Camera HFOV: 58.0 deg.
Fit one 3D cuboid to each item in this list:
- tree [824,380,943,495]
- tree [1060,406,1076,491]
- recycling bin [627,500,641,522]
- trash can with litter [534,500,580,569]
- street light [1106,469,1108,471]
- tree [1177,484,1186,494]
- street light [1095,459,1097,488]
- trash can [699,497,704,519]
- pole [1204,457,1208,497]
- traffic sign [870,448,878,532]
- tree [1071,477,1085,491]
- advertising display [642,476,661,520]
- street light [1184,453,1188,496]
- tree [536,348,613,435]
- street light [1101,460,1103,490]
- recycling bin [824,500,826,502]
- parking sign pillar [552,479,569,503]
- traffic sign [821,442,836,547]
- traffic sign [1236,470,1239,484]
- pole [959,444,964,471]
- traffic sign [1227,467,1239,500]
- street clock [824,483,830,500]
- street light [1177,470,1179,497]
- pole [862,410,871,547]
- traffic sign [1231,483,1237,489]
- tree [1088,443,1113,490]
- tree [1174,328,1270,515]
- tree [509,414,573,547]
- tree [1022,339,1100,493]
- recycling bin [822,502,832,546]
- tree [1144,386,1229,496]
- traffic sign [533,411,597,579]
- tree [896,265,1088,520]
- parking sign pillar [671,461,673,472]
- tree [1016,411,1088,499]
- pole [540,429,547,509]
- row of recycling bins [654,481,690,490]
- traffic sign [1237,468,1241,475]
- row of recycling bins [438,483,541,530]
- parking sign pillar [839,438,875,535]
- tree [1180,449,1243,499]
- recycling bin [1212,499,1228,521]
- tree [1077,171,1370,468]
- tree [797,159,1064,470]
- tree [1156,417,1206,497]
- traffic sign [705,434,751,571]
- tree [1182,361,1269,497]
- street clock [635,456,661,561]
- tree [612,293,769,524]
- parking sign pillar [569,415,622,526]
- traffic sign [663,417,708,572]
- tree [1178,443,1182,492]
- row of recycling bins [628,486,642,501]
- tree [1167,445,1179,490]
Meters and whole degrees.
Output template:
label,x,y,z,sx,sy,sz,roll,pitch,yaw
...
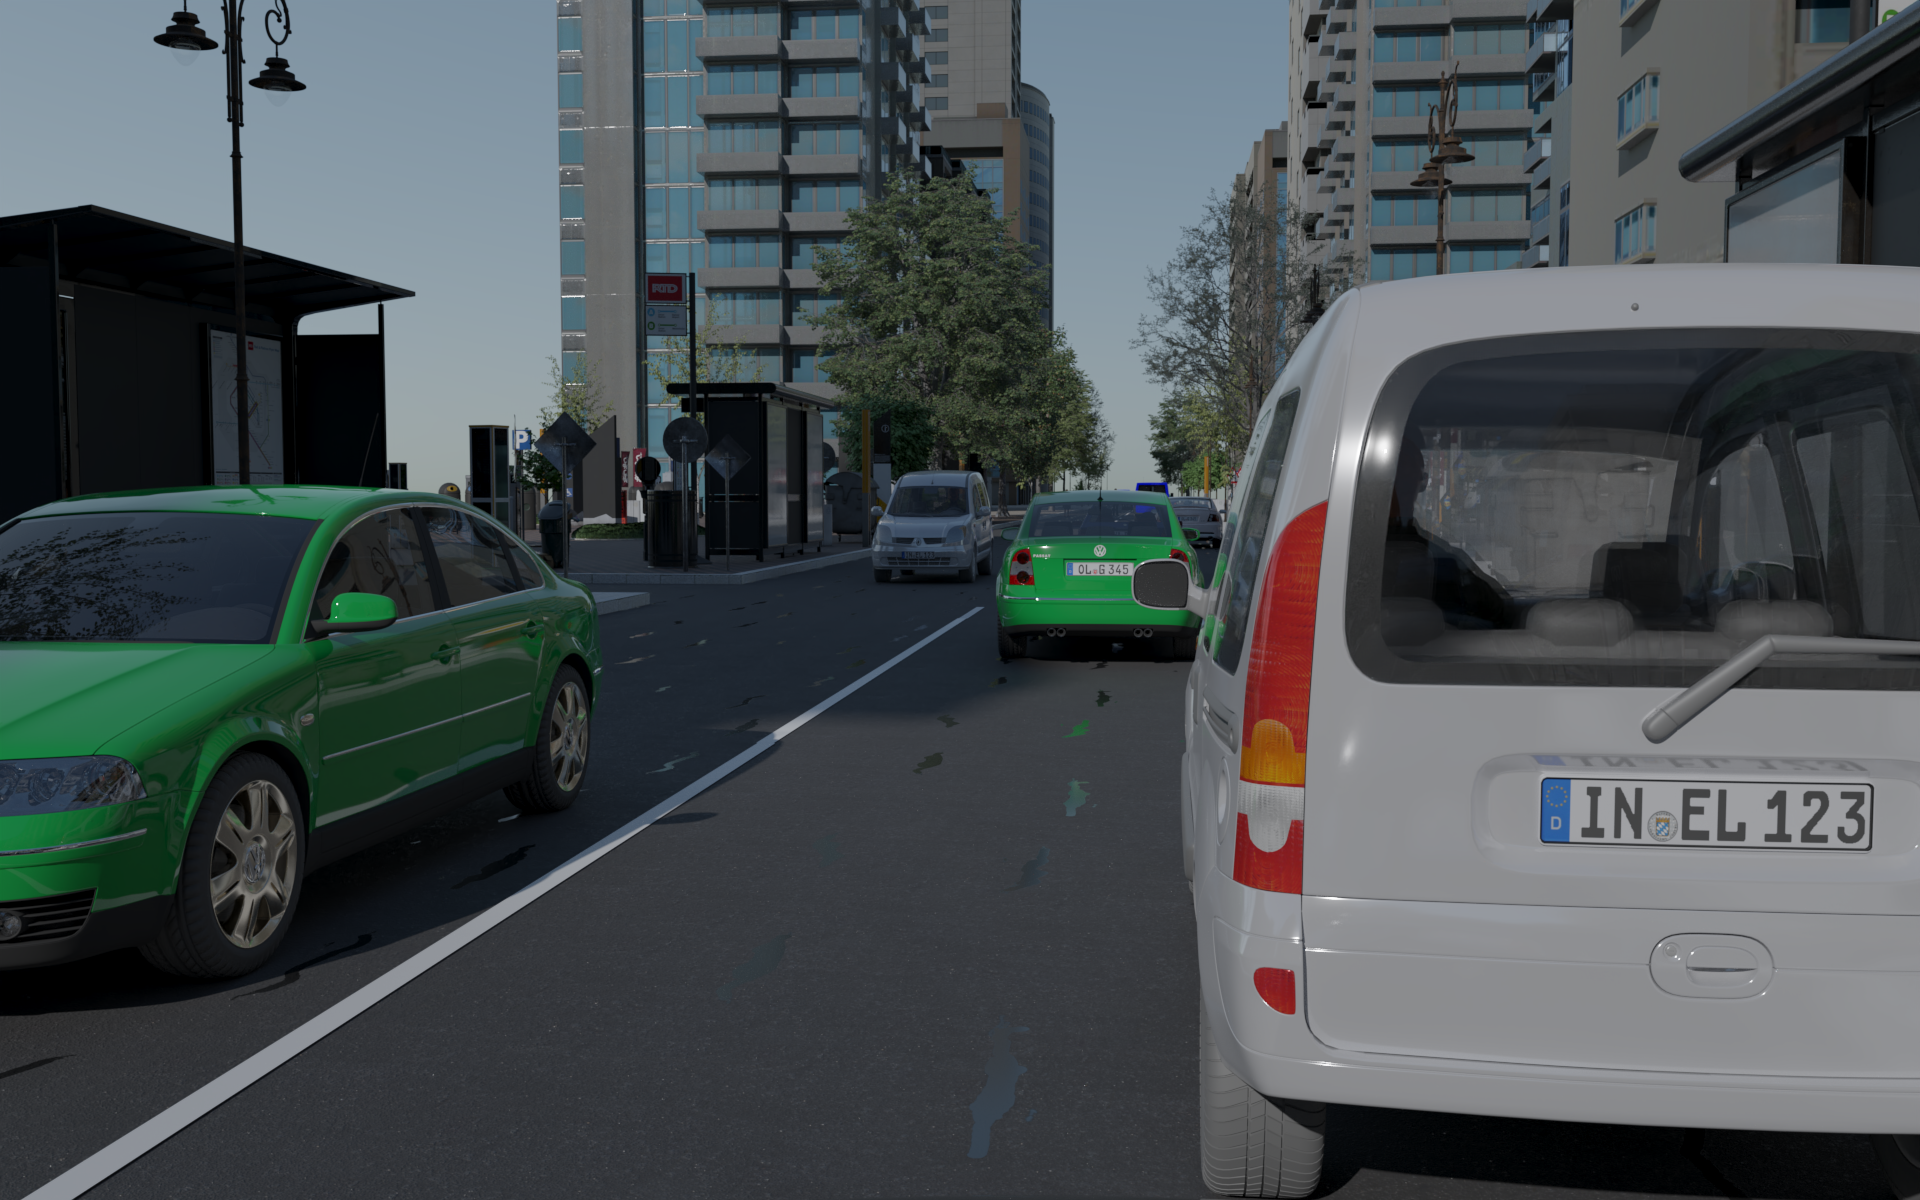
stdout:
label,x,y,z,sx,sy,sz,roll,pitch,yaw
tree,-2.124,-4.061,50.113,4.285,4.588,4.351,0,3,0
tree,9.517,-15.251,159.717,12.009,13.543,11.850,0,3,0
recycling bin,-12.946,-3.398,68.115,0.722,1.027,0.722,-1,4,-13
trash can with litter,-6.999,-1.122,29.724,0.624,1.170,1.055,1,4,11
street light,21.690,-17.277,255.270,0.468,5.910,1.993,0,4,7
tree,31.291,-15.173,242.681,1.663,3.219,1.824,0,3,0
street light,16.488,-14.568,210.975,0.468,5.910,1.993,0,4,7
trash can,-13.811,-4.854,91.018,0.748,1.137,0.748,0,3,0
pole,13.417,-6.147,94.343,0.158,3.312,0.155,0,3,0
traffic sign,-2.324,-2.924,47.915,0.768,2.556,0.104,1,4,12
tree,13.361,-12.021,191.142,1.663,3.219,1.824,0,3,0
advertising display,-10.697,-3.361,60.166,0.123,1.923,0.974,2,4,25
street light,23.580,-12.561,178.153,0.468,5.910,1.993,0,4,7
tree,-19.630,-8.414,87.929,4.737,8.622,4.395,0,3,0
street light,19.054,-15.920,233.074,0.468,5.910,1.993,0,4,7
recycling bin,-5.862,-3.719,73.359,0.722,1.027,0.722,0,4,-6
parking sign pillar,-15.520,-4.970,69.724,1.447,3.967,1.447,1,4,10
traffic sign,-3.385,-2.555,41.883,0.768,2.556,0.104,1,4,10
traffic sign,14.998,-5.680,92.979,0.768,2.556,0.104,0,4,8
pole,0.072,-4.697,70.637,0.158,3.312,0.155,0,3,0
traffic sign,12.721,-4.941,80.790,0.884,2.594,0.081,1,4,9
street clock,-8.131,-6.151,105.133,0.471,2.002,0.358,0,4,-1
street light,30.378,-16.210,237.828,0.468,5.910,1.993,0,4,7
pole,-2.266,-2.940,41.906,0.158,3.312,0.155,0,3,0
traffic sign,15.451,-5.934,97.127,0.768,2.556,0.104,0,4,7
tree,14.612,-15.212,199.072,4.737,8.622,4.395,0,3,0
tree,11.522,-7.641,75.288,4.737,8.622,4.395,0,3,0
tree,-10.043,-2.912,42.207,1.663,3.219,1.824,0,3,0
tree,5.299,-12.401,120.878,7.486,12.596,7.792,0,3,0
recycling bin,-3.637,-1.843,42.694,0.722,1.027,0.722,3,4,37
tree,26.771,-18.191,204.081,9.857,13.997,8.962,0,3,0
traffic sign,-4.803,-1.066,21.076,0.795,2.450,0.064,0,4,7
tree,1.181,-10.289,85.225,9.611,12.733,9.660,0,3,0
parking sign pillar,-16.470,-6.818,99.950,1.447,3.967,1.447,-1,4,-14
tree,4.710,-9.767,110.050,4.737,8.622,4.395,0,3,0
pole,-13.004,-3.686,54.102,0.158,3.312,0.155,0,3,0
row of recycling bins,-9.509,-3.055,57.057,1.069,1.692,3.534,0,4,-3
traffic sign,14.026,-5.300,86.660,0.884,2.594,0.081,1,4,14
row of recycling bins,-16.956,-3.365,62.123,3.534,1.692,1.069,0,4,1
parking sign pillar,-3.188,-4.081,55.194,1.447,3.967,1.447,1,4,12
tree,16.631,-7.884,112.612,4.285,4.588,4.351,0,3,0
recycling bin,12.251,-4.215,81.477,0.722,1.027,0.722,2,4,32
tree,11.450,-9.515,65.934,12.009,13.543,11.850,0,3,0
tree,-1.003,-9.715,65.497,9.857,13.997,8.962,0,3,0
tree,29.107,-18.459,227.552,9.928,11.665,9.643,0,3,0
traffic sign,-3.892,-1.551,29.009,0.795,2.450,0.064,0,4,7
tree,14.465,-8.533,89.882,4.360,8.622,3.978,0,3,0
street clock,-5.994,-1.757,33.296,0.471,2.002,0.358,-1,4,-20
tree,-9.294,-6.866,62.628,4.737,8.622,4.395,0,3,0
parking sign pillar,-12.279,-4.339,59.415,1.447,3.967,1.447,1,4,22
traffic sign,-4.533,-1.739,28.536,0.768,2.556,0.104,0,4,8
tree,23.569,-13.152,165.396,4.360,8.622,3.978,0,3,0
row of recycling bins,-13.998,-4.257,76.712,1.069,1.692,3.534,0,4,2
tree,24.644,-14.384,185.547,4.360,8.622,3.978,0,3,0
